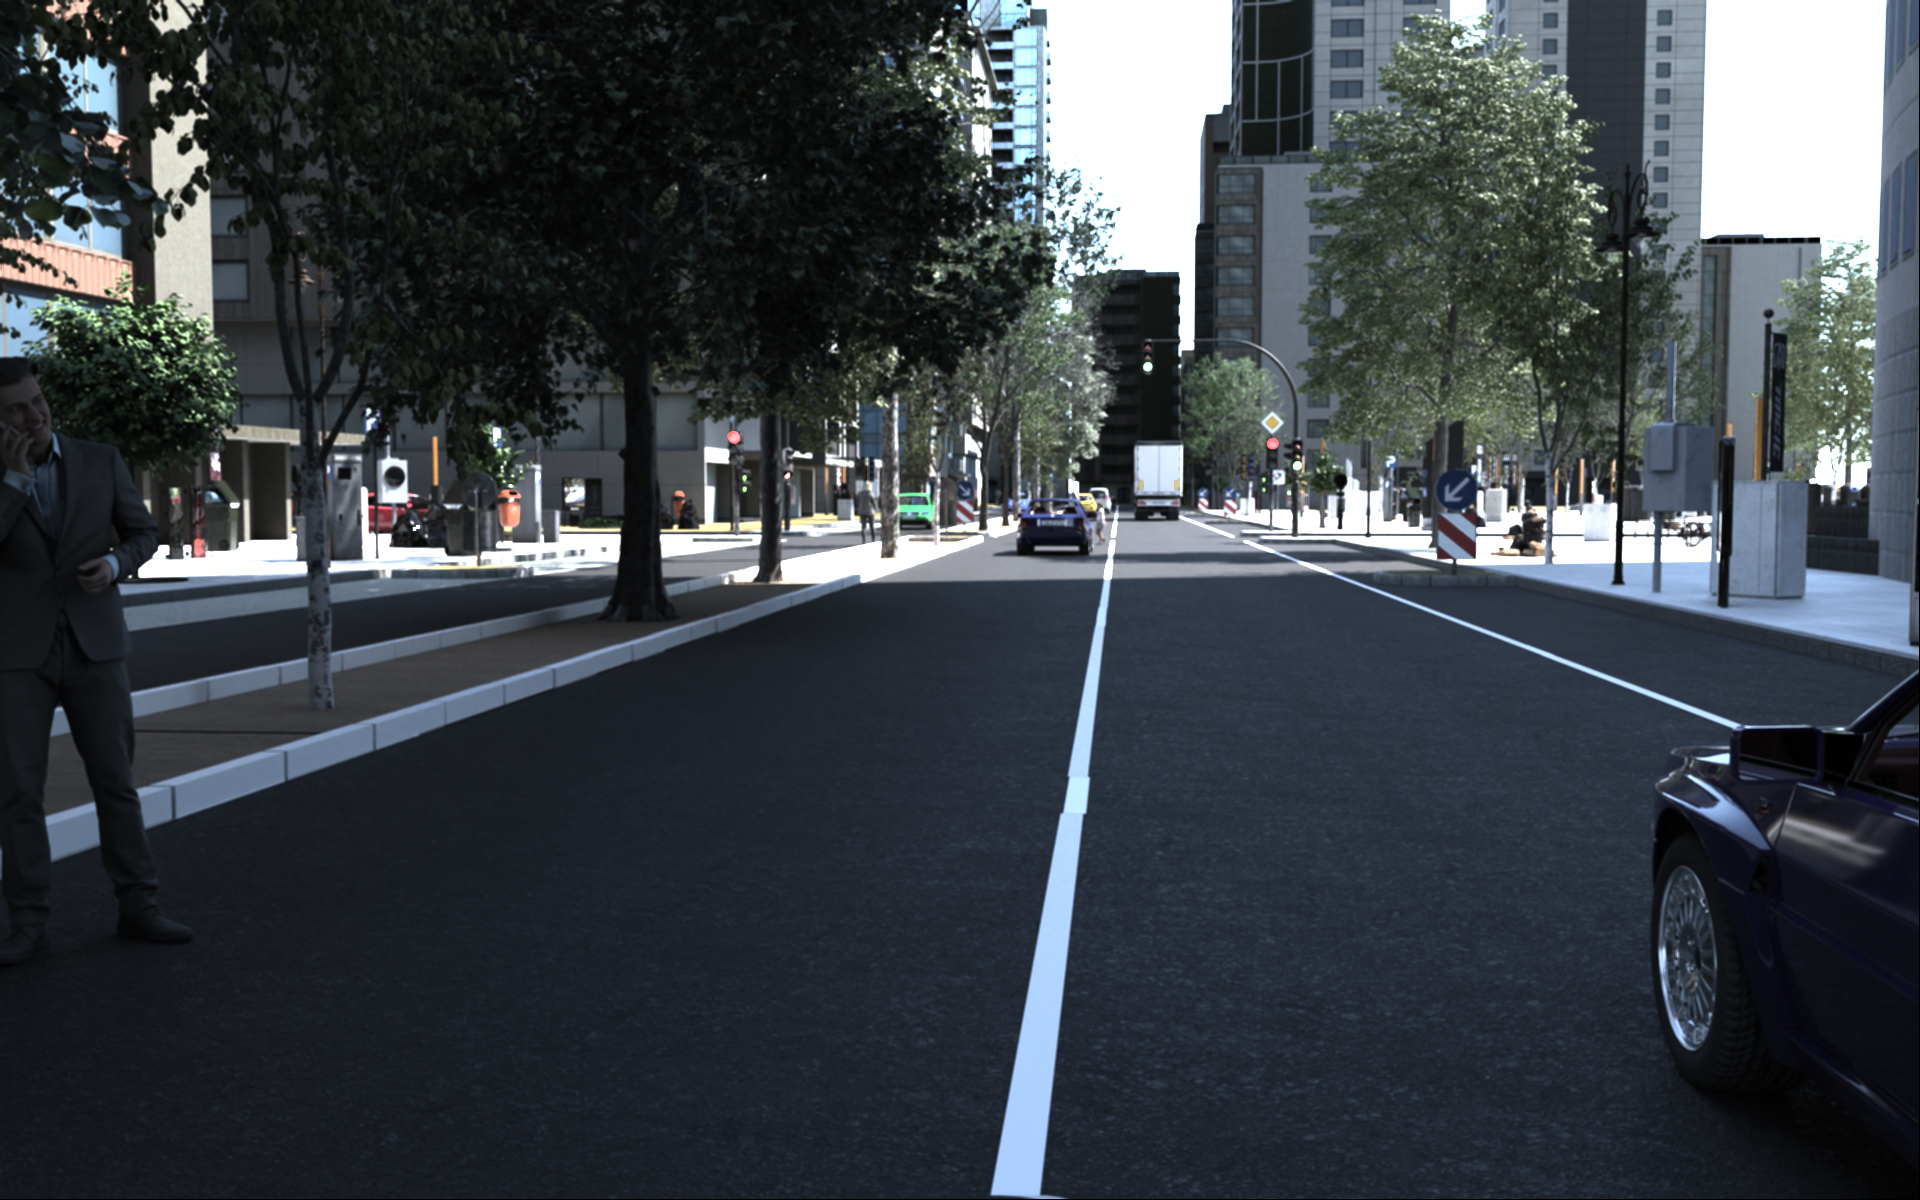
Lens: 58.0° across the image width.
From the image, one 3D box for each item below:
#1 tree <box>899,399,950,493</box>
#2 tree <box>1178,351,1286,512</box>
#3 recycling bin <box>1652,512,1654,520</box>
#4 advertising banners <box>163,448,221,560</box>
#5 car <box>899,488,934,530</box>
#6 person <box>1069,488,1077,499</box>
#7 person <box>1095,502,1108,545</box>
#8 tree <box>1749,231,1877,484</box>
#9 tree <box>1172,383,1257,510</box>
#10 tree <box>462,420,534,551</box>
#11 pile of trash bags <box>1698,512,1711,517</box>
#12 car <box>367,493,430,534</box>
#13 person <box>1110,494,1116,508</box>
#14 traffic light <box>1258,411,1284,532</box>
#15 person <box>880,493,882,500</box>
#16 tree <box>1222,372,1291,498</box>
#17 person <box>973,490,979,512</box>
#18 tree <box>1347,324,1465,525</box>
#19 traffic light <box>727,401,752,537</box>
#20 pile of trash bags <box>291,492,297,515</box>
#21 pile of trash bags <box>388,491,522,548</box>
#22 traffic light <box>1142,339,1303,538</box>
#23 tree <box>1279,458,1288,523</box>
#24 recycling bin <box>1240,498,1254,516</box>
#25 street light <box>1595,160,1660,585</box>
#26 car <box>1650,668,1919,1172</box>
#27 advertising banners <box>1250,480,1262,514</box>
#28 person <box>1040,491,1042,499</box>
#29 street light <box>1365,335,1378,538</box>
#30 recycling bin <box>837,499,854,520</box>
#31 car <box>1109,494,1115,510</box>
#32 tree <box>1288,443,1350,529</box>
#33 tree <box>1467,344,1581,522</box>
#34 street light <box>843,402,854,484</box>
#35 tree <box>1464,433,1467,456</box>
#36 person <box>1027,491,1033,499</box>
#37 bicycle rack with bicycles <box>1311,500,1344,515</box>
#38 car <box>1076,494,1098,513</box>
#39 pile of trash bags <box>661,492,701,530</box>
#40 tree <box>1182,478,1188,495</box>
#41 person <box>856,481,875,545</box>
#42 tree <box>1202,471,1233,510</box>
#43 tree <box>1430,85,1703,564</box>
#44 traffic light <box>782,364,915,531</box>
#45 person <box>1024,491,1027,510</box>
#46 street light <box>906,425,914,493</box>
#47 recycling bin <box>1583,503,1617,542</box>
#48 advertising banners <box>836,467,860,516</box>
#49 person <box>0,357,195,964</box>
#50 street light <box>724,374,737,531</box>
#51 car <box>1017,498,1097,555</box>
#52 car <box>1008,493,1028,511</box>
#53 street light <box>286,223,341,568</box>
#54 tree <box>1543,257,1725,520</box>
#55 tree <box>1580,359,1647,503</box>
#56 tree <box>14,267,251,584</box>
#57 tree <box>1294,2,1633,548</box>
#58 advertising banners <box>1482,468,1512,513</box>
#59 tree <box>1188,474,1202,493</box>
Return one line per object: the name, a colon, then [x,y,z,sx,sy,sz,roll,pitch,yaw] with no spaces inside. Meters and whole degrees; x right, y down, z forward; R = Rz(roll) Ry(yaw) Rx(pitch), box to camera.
tree: [-2.797,-10.860,127.931,4.737,8.622,4.395,0,3,0]
tree: [19.577,-12.176,124.839,9.928,11.665,9.643,0,3,0]
recycling bin: [34.615,-4.450,85.313,0.722,1.027,0.722,-3,4,-37]
advertising banners: [-15.216,-2.342,34.483,0.090,3.025,2.074,0,4,8]
car: [-1.886,-3.798,70.892,1.959,1.807,4.718,0,4,3]
person: [6.727,-5.769,102.909,0.616,1.811,0.778,2,4,29]
person: [4.024,-2.167,48.939,0.382,1.210,0.505,0,4,-7]
tree: [38.670,-9.625,75.503,7.486,12.596,7.792,0,3,0]
tree: [20.082,-12.363,136.541,7.601,10.594,8.767,0,4,-5]
tree: [-10.698,-2.724,39.141,1.663,3.219,1.824,0,3,0]
pile of trash bags: [42.202,-5.472,99.226,3.447,1.369,1.912,1,4,8]
car: [-18.183,-2.921,56.799,4.494,1.783,2.155,0,4,6]
person: [15.722,-10.180,178.169,0.697,1.427,0.421,2,4,26]
traffic light: [10.546,-4.269,58.713,0.839,4.253,0.868,0,4,5]
person: [-3.480,-4.414,80.939,0.520,1.790,0.573,1,4,14]
tree: [17.826,-9.488,105.494,4.360,8.622,3.978,0,3,0]
person: [1.316,-8.014,140.086,0.434,1.755,0.990,2,4,24]
tree: [17.473,-7.377,70.983,4.360,8.622,3.978,0,3,0]
traffic light: [-6.729,-3.874,52.263,0.839,4.253,0.868,0,4,5]
pile of trash bags: [-25.451,-3.657,69.536,3.447,1.369,1.912,-2,4,-27]
pile of trash bags: [-12.119,-1.994,42.356,1.912,1.369,3.447,2,4,33]
traffic light: [7.723,-4.657,50.812,4.771,5.953,1.251,0,4,5]
tree: [15.189,-5.114,78.212,1.663,3.219,1.824,0,3,0]
recycling bin: [17.014,-5.510,102.640,0.722,1.027,0.722,1,4,19]
street light: [9.357,-3.159,24.443,0.468,5.910,1.993,0,4,5]
car: [2.490,0.589,2.946,1.945,1.354,3.894,0,4,6]
advertising banners: [18.832,-6.978,110.279,0.090,3.025,2.074,-1,4,-10]
person: [8.027,-10.085,174.208,0.721,1.723,1.217,3,5,42]
street light: [11.875,-4.735,50.207,0.468,5.910,1.993,0,4,5]
recycling bin: [-5.630,-4.437,85.106,0.722,1.027,0.722,0,4,5]
car: [13.321,-9.106,160.675,2.131,1.459,4.920,0,4,6]
tree: [13.502,-4.279,64.564,1.663,3.219,1.824,0,3,0]
tree: [26.035,-7.923,79.906,4.360,8.622,3.978,0,3,0]
street light: [-5.644,-6.995,87.160,0.468,5.910,1.993,0,4,5]
tree: [24.899,-8.674,92.188,4.360,8.622,3.978,0,3,0]
person: [8.049,-11.645,198.880,0.705,1.826,1.348,2,4,31]
bicycle rack with bicycles: [23.204,-5.663,105.966,2.852,0.926,2.925,-1,4,-22]
car: [8.326,-6.522,116.858,2.015,1.641,3.980,0,4,5]
pile of trash bags: [-10.486,-3.310,63.869,1.912,1.369,3.447,0,4,-5]
tree: [25.821,-12.649,201.418,1.663,3.219,1.824,0,3,0]
person: [-2.630,-2.438,48.542,0.537,1.800,0.526,1,4,13]
tree: [21.452,-9.062,142.757,1.663,3.219,1.824,0,3,0]
tree: [10.906,-4.965,31.535,4.737,8.622,4.395,0,3,0]
traffic light: [-3.906,-5.223,60.058,4.771,5.953,1.251,0,4,5]
person: [5.822,-9.026,156.752,0.721,1.739,1.217,0,4,-2]
street light: [-3.210,-8.587,113.185,0.468,5.910,1.993,0,4,5]
recycling bin: [17.261,-2.087,46.680,0.722,1.027,0.722,2,4,34]
advertising banners: [-6.429,-6.324,99.588,0.090,3.025,2.074,3,5,41]
person: [-2.761,0.179,5.373,0.655,1.846,0.447,-2,4,-35]
street light: [-8.006,-5.373,60.644,0.468,5.910,1.993,0,4,5]
car: [2.332,-1.797,41.953,1.945,1.354,3.894,0,4,6]
car: [4.887,-8.261,144.654,1.945,1.707,3.694,0,4,4]
street light: [-10.934,-3.484,29.744,0.468,5.910,1.993,0,4,5]
tree: [26.519,-8.195,68.395,7.601,10.594,8.767,2,4,31]
tree: [33.097,-8.521,89.676,4.360,8.622,3.978,0,3,0]
tree: [-12.163,-2.548,25.376,4.285,4.588,4.351,0,3,0]
tree: [11.761,-7.493,40.631,7.486,12.596,7.792,0,3,0]
advertising banners: [35.517,-7.255,114.805,2.074,3.025,0.090,0,4,1]
tree: [23.113,-10.507,166.387,1.663,3.219,1.824,0,3,0]
